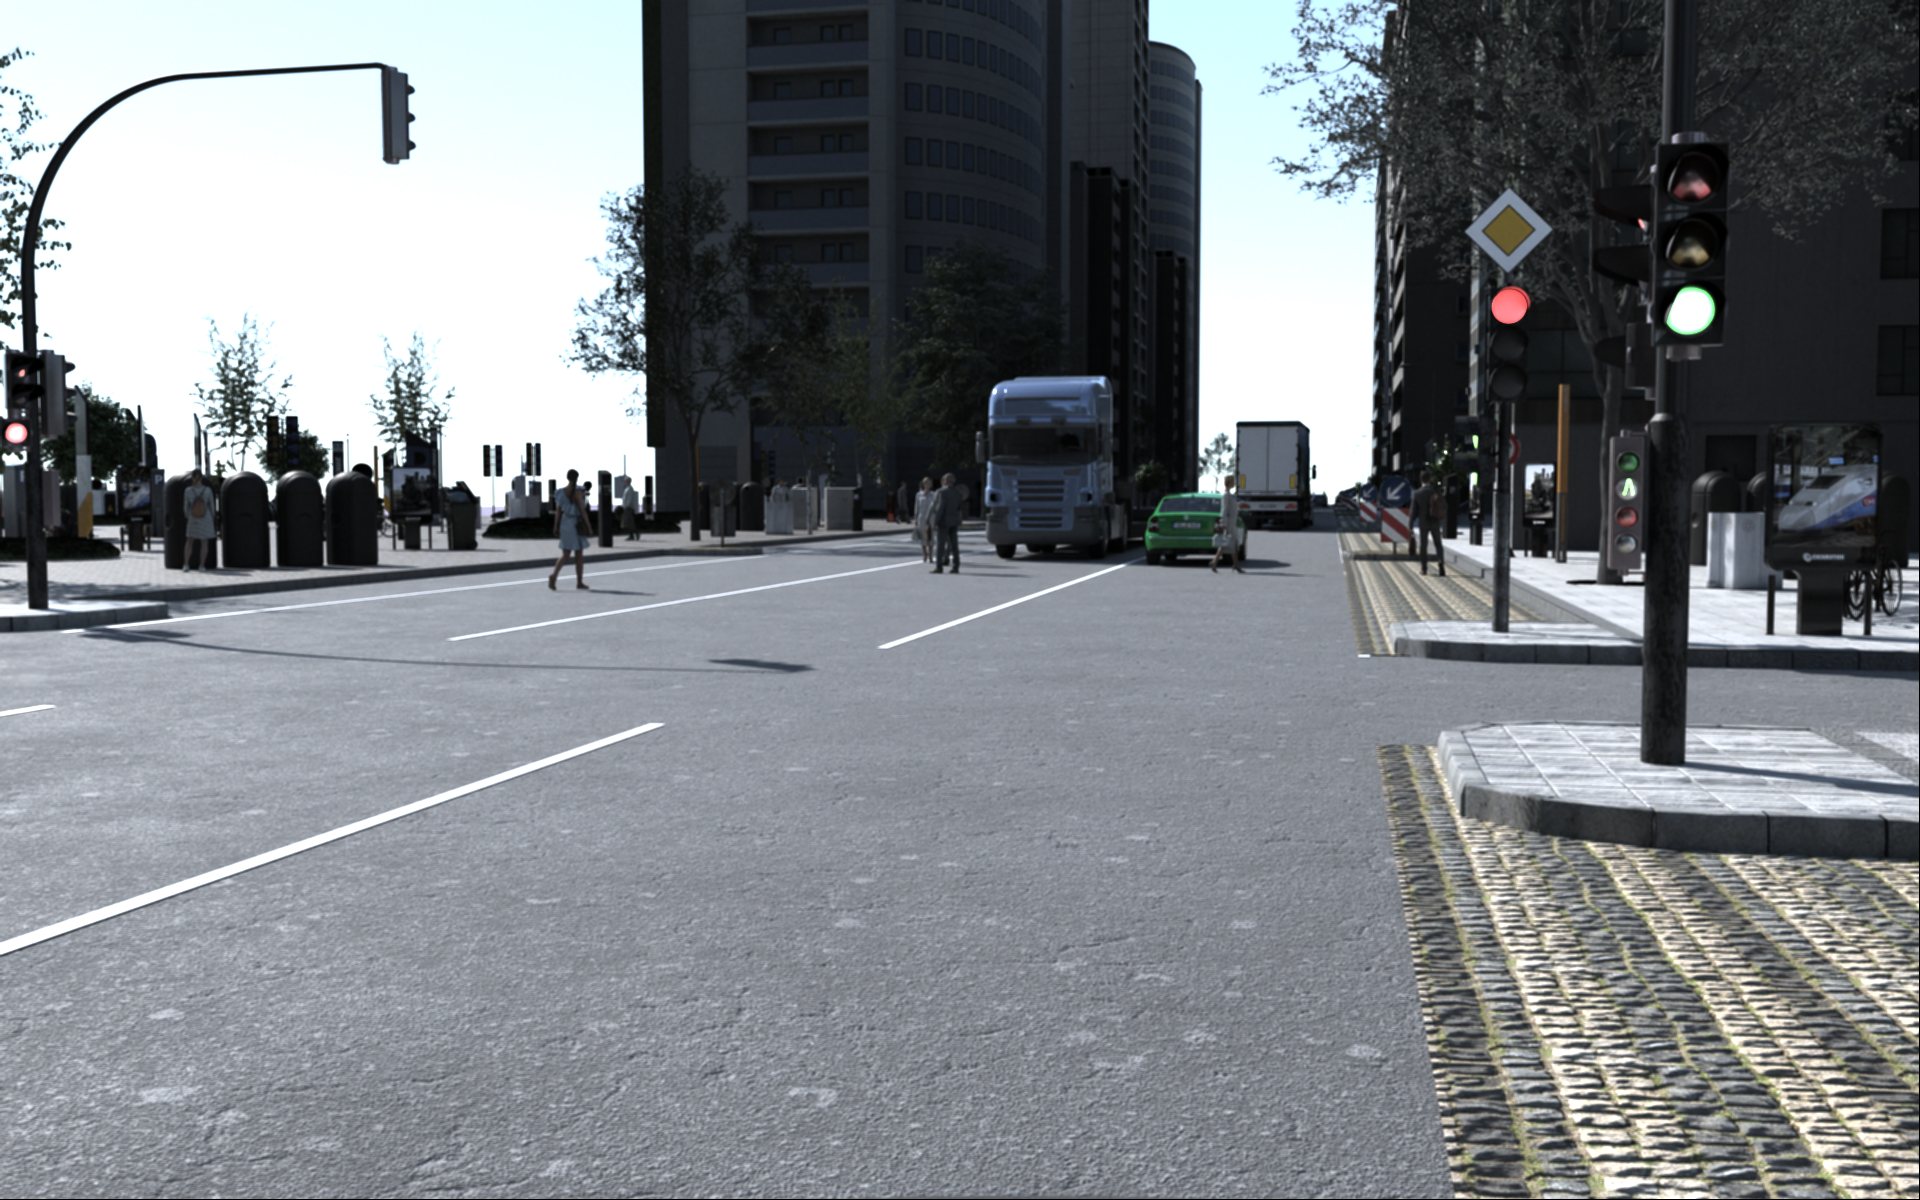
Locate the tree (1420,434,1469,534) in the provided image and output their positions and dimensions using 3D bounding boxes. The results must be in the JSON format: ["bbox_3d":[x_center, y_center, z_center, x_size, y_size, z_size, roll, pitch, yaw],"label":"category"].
[{"bbox_3d":[15.588,-3.727,55.542,1.663,3.219,1.824,0,3,0],"label":"tree"}]

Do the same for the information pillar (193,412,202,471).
[{"bbox_3d":[-21.826,-3.564,49.631,0.183,3.616,0.504,-3,4,-39],"label":"information pillar"}]

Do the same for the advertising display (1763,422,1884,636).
[{"bbox_3d":[7.813,-0.641,15.694,0.974,1.923,0.123,0,4,5],"label":"advertising display"}]

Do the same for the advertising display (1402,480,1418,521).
[{"bbox_3d":[21.434,-4.730,82.552,0.123,1.923,0.974,-2,4,-24],"label":"advertising display"}]

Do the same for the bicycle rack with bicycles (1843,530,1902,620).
[{"bbox_3d":[9.673,-0.261,17.654,2.925,0.926,2.852,-3,4,-37],"label":"bicycle rack with bicycles"}]

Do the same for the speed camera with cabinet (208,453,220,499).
[{"bbox_3d":[-36.003,-5.359,81.963,0.660,3.252,2.038,2,4,34],"label":"speed camera with cabinet"}]

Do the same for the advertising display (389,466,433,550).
[{"bbox_3d":[-12.750,-2.144,40.265,0.974,1.923,0.123,-3,4,-37],"label":"advertising display"}]

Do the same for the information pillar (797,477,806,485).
[{"bbox_3d":[-6.831,-4.301,74.817,0.304,2.012,0.304,1,4,17],"label":"information pillar"}]

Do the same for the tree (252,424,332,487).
[{"bbox_3d":[-29.396,-5.675,76.498,4.285,4.588,4.351,0,3,0],"label":"tree"}]

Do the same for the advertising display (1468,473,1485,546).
[{"bbox_3d":[12.954,-2.337,43.429,0.123,1.923,0.974,0,4,1],"label":"advertising display"}]

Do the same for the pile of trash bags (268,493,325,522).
[{"bbox_3d":[-31.178,-4.335,80.635,3.447,1.369,1.912,1,4,11],"label":"pile of trash bags"}]

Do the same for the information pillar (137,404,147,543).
[{"bbox_3d":[-21.487,-3.312,45.509,0.183,3.616,0.504,-1,4,-16],"label":"information pillar"}]

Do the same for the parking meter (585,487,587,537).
[{"bbox_3d":[-10.608,-2.439,48.288,0.372,1.533,0.369,0,3,0],"label":"parking meter"}]

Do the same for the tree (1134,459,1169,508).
[{"bbox_3d":[17.896,-10.876,161.531,4.285,4.588,4.351,0,3,0],"label":"tree"}]

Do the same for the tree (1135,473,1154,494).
[{"bbox_3d":[16.743,-9.907,156.576,1.663,3.219,1.824,0,3,0],"label":"tree"}]

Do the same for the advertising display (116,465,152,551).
[{"bbox_3d":[-18.724,-2.085,39.303,0.123,1.923,0.974,1,4,14],"label":"advertising display"}]

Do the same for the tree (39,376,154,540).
[{"bbox_3d":[-24.411,-3.952,48.323,4.285,4.588,4.351,0,3,0],"label":"tree"}]

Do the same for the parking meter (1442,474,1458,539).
[{"bbox_3d":[13.995,-2.679,49.518,0.399,1.863,0.255,-1,4,-16],"label":"parking meter"}]

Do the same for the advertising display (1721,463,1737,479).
[{"bbox_3d":[16.183,-1.913,36.499,0.123,1.923,0.974,2,4,35],"label":"advertising display"}]

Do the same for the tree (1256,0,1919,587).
[{"bbox_3d":[9.146,-6.967,24.273,12.009,13.543,11.850,0,3,0],"label":"tree"}]

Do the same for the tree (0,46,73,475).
[{"bbox_3d":[-15.689,-4.666,26.660,4.737,8.622,4.395,0,3,0],"label":"tree"}]

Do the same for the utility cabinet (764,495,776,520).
[{"bbox_3d":[-9.598,-4.646,87.123,1.020,1.237,0.306,3,4,37],"label":"utility cabinet"}]

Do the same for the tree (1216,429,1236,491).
[{"bbox_3d":[36.744,-19.136,247.292,7.601,10.594,8.767,3,4,39],"label":"tree"}]

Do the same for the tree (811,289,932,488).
[{"bbox_3d":[-3.413,-6.876,62.782,4.737,8.622,4.395,0,3,0],"label":"tree"}]

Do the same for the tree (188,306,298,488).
[{"bbox_3d":[-28.437,-7.220,68.415,4.737,8.622,4.395,0,3,0],"label":"tree"}]

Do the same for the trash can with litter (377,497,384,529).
[{"bbox_3d":[-21.328,-3.156,62.985,0.624,1.170,1.055,-2,4,-31],"label":"trash can with litter"}]

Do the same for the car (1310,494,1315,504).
[{"bbox_3d":[41.722,-11.919,203.913,2.155,1.783,4.494,1,4,12],"label":"car"}]

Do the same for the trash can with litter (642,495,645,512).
[{"bbox_3d":[-17.009,-5.113,94.660,2.233,1.210,1.678,3,5,40],"label":"trash can with litter"}]

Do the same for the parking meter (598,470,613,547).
[{"bbox_3d":[-8.561,-2.207,41.793,0.255,1.863,0.399,-2,4,-30],"label":"parking meter"}]

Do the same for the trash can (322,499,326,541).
[{"bbox_3d":[-17.340,-2.188,47.424,0.748,1.137,0.748,0,3,0],"label":"trash can"}]

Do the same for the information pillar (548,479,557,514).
[{"bbox_3d":[-19.953,-4.913,84.824,0.304,2.012,0.304,-3,5,-40],"label":"information pillar"}]

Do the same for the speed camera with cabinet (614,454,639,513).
[{"bbox_3d":[-16.512,-5.589,85.719,0.660,3.252,2.038,1,4,10],"label":"speed camera with cabinet"}]

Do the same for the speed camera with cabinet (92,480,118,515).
[{"bbox_3d":[-36.564,-4.925,74.865,0.660,3.252,2.038,1,4,16],"label":"speed camera with cabinet"}]

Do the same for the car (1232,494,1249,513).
[{"bbox_3d":[16.736,-5.707,105.106,2.131,1.459,4.920,1,4,11],"label":"car"}]

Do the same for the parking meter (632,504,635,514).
[{"bbox_3d":[-14.864,-4.263,78.115,0.372,1.533,0.369,0,3,0],"label":"parking meter"}]

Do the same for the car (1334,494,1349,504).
[{"bbox_3d":[50.130,-13.315,227.483,2.009,1.686,4.222,1,4,11],"label":"car"}]

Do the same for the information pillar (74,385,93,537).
[{"bbox_3d":[-18.732,-2.793,37.014,0.504,3.616,0.183,3,4,36],"label":"information pillar"}]

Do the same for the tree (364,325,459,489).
[{"bbox_3d":[-24.174,-7.681,75.943,4.737,8.622,4.395,0,3,0],"label":"tree"}]

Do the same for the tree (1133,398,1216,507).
[{"bbox_3d":[18.871,-14.318,168.511,8.767,10.594,7.601,-3,5,-44],"label":"tree"}]

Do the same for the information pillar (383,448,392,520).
[{"bbox_3d":[-28.473,-5.806,86.277,0.504,3.616,0.183,0,4,-7],"label":"information pillar"}]

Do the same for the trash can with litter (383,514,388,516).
[{"bbox_3d":[-31.853,-5.302,97.749,2.233,1.210,1.678,1,4,9],"label":"trash can with litter"}]

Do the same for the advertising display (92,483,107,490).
[{"bbox_3d":[-47.924,-5.582,96.480,0.123,1.923,0.974,1,4,22],"label":"advertising display"}]

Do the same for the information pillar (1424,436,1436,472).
[{"bbox_3d":[18.938,-4.800,69.834,0.504,3.616,0.183,-1,4,-17],"label":"information pillar"}]

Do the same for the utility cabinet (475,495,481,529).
[{"bbox_3d":[-18.248,-3.234,64.039,1.020,1.237,0.306,1,4,12],"label":"utility cabinet"}]

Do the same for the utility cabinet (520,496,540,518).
[{"bbox_3d":[-17.338,-3.591,69.873,0.306,1.237,1.020,1,4,17],"label":"utility cabinet"}]

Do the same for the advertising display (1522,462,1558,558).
[{"bbox_3d":[11.710,-1.818,34.936,0.123,1.923,0.974,-1,4,-20],"label":"advertising display"}]

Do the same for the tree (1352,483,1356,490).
[{"bbox_3d":[54.434,-14.760,235.932,1.663,3.219,1.824,0,3,0],"label":"tree"}]

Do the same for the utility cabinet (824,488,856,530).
[{"bbox_3d":[-4.143,-3.185,60.755,1.173,1.500,0.318,-1,4,-19],"label":"utility cabinet"}]

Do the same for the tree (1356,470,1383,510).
[{"bbox_3d":[35.695,-9.504,149.995,1.663,3.219,1.824,0,3,0],"label":"tree"}]

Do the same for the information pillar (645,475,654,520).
[{"bbox_3d":[-12.252,-3.901,68.273,0.304,2.012,0.304,0,4,-2],"label":"information pillar"}]

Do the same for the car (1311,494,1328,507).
[{"bbox_3d":[38.955,-10.752,187.802,2.014,1.417,4.499,1,4,10],"label":"car"}]

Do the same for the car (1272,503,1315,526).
[{"bbox_3d":[15.411,-4.152,80.241,2.083,1.381,4.827,1,4,11],"label":"car"}]

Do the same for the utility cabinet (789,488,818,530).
[{"bbox_3d":[-5.589,-3.245,61.733,1.173,1.500,0.318,3,5,42],"label":"utility cabinet"}]

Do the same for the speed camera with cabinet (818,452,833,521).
[{"bbox_3d":[-6.280,-5.319,81.295,0.660,3.252,2.038,0,4,-1],"label":"speed camera with cabinet"}]

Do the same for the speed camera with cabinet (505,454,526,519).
[{"bbox_3d":[-22.189,-5.628,86.356,0.660,3.252,2.038,-2,4,-28],"label":"speed camera with cabinet"}]

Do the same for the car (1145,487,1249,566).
[{"bbox_3d":[4.990,-1.677,36.209,1.959,1.807,4.718,1,4,14],"label":"car"}]

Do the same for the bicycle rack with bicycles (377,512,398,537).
[{"bbox_3d":[-18.042,-2.344,51.699,2.925,0.926,2.852,1,4,9],"label":"bicycle rack with bicycles"}]
